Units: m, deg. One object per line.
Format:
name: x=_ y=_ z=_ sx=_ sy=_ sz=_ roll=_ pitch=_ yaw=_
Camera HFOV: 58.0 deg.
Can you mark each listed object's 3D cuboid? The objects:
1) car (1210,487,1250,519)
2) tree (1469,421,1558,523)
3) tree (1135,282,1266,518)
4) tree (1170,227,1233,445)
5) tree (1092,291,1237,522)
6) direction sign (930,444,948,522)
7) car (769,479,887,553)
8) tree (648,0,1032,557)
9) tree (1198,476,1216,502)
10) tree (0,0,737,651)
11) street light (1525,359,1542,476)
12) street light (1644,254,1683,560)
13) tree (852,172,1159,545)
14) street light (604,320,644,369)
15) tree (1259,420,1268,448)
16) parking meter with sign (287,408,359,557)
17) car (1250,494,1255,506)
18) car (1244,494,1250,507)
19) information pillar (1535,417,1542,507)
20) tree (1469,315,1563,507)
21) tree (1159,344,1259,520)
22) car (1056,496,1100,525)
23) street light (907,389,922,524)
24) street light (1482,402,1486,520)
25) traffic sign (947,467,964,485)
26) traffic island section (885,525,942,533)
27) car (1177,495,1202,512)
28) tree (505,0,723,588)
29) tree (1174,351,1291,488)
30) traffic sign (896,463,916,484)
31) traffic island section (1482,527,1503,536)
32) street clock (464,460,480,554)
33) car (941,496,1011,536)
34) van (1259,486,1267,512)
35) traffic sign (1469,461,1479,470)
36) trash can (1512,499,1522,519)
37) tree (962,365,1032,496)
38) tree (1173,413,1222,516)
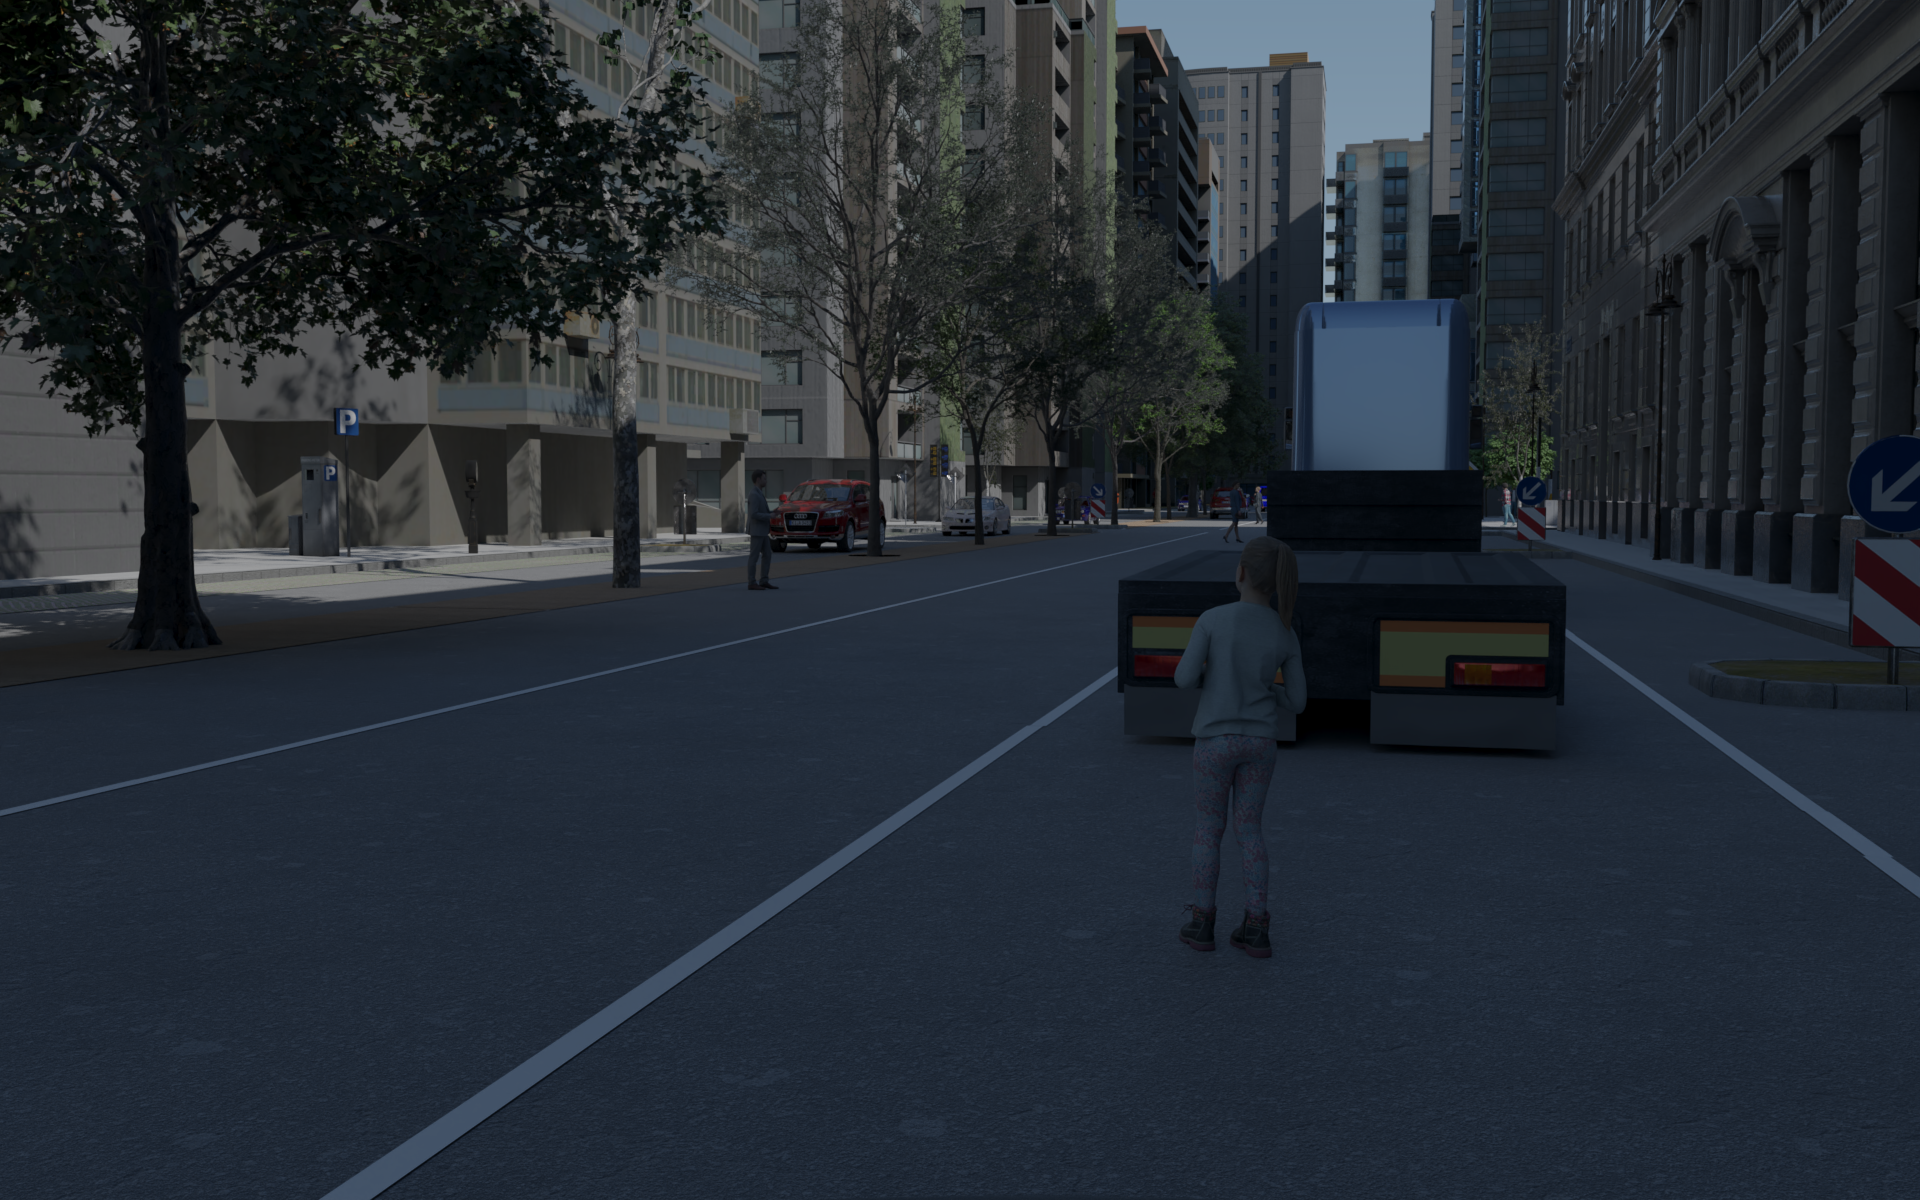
car: x=15.596 y=-5.603 z=100.284 sx=2.281 sy=1.827 sz=5.304 roll=1 pitch=4 yaw=12
tree: x=25.165 y=-5.766 z=77.990 sx=4.285 sy=4.588 sz=4.351 roll=0 pitch=3 yaw=0
tree: x=14.082 y=-11.971 z=104.836 sx=9.857 sy=13.997 sz=8.962 roll=0 pitch=3 yaw=0
tree: x=3.123 y=-8.898 z=58.314 sx=12.009 sy=13.543 sz=11.850 roll=0 pitch=3 yaw=0
tree: x=10.029 y=-9.712 z=87.009 sx=9.928 sy=11.665 sz=9.643 roll=0 pitch=3 yaw=0
direction sign: x=-0.950 y=-5.322 z=79.006 sx=0.876 sy=3.537 sz=0.379 roll=1 pitch=4 yaw=17
car: x=-3.322 y=-2.173 z=44.207 sx=2.281 sy=1.827 sz=5.304 roll=1 pitch=4 yaw=11
tree: x=-1.956 y=-7.718 z=39.015 sx=12.009 sy=13.543 sz=11.850 roll=0 pitch=3 yaw=0
tree: x=28.199 y=-13.365 z=202.236 sx=4.285 sy=4.588 sz=4.351 roll=0 pitch=3 yaw=0
tree: x=-7.375 y=-5.901 z=15.951 sx=9.611 sy=12.733 sz=9.660 roll=0 pitch=3 yaw=0
street light: x=19.714 y=-5.311 z=59.628 sx=0.468 sy=5.910 sz=1.993 roll=1 pitch=4 yaw=13
street light: x=13.545 y=-3.712 z=33.485 sx=0.468 sy=5.910 sz=1.993 roll=1 pitch=4 yaw=13
tree: x=0.654 y=-6.839 z=48.684 sx=8.767 sy=10.594 sz=7.601 roll=1 pitch=4 yaw=13
street light: x=-8.846 y=-4.465 z=45.786 sx=0.468 sy=5.910 sz=1.993 roll=1 pitch=4 yaw=13
tree: x=16.812 y=-11.082 z=118.057 sx=8.767 sy=10.594 sz=7.601 roll=1 pitch=4 yaw=13
parking meter with sign: x=-13.162 y=-2.409 z=35.644 sx=1.738 sy=3.016 sz=0.543 roll=2 pitch=4 yaw=31
car: x=36.649 y=-12.408 z=211.903 sx=2.155 sy=1.783 sz=4.494 roll=1 pitch=4 yaw=14
car: x=31.065 y=-11.110 z=191.241 sx=1.945 sy=1.707 sz=3.694 roll=1 pitch=4 yaw=12
information pillar: x=17.660 y=-3.764 z=52.894 sx=0.183 sy=3.616 sz=0.504 roll=1 pitch=4 yaw=13
tree: x=23.229 y=-7.435 z=71.927 sx=4.360 sy=8.622 sz=3.978 roll=0 pitch=3 yaw=0
tree: x=11.707 y=-9.734 z=96.017 sx=8.767 sy=10.594 sz=7.601 roll=1 pitch=4 yaw=13
car: x=5.461 y=-4.196 z=81.182 sx=1.945 sy=1.354 sz=3.894 roll=1 pitch=4 yaw=14
street light: x=-1.936 y=-6.224 z=74.556 sx=0.468 sy=5.910 sz=1.993 roll=1 pitch=4 yaw=13
street light: x=26.255 y=-6.978 z=86.871 sx=0.468 sy=5.910 sz=1.993 roll=1 pitch=4 yaw=13
traffic sign: x=-0.211 y=-4.346 z=73.252 sx=0.795 sy=2.593 sz=0.064 roll=1 pitch=4 yaw=13
traffic island section: x=-2.088 y=-2.647 z=65.556 sx=2.009 sy=0.180 sz=2.903 roll=1 pitch=4 yaw=13
car: x=19.032 y=-7.996 z=143.313 sx=1.945 sy=1.354 sz=3.894 roll=1 pitch=4 yaw=14
tree: x=-6.069 y=-10.310 z=26.915 sx=12.611 sy=20.169 sz=13.585 roll=0 pitch=3 yaw=0
tree: x=19.415 y=-12.732 z=127.630 sx=9.611 sy=12.733 sz=9.660 roll=0 pitch=3 yaw=0
traffic sign: x=-2.063 y=-3.871 z=65.483 sx=0.795 sy=2.593 sz=0.064 roll=1 pitch=4 yaw=13
traffic island section: x=17.895 y=-2.356 z=60.806 sx=2.009 sy=0.180 sz=2.903 roll=1 pitch=4 yaw=13
street clock: x=-10.485 y=-1.999 z=37.254 sx=0.358 sy=2.002 sz=0.471 roll=-1 pitch=4 yaw=-9
car: x=0.612 y=-2.954 z=60.657 sx=2.083 sy=1.381 sz=4.827 roll=1 pitch=4 yaw=11
van: x=24.829 y=-8.153 z=137.692 sx=2.240 sy=2.365 sz=5.245 roll=1 pitch=4 yaw=14
traffic sign: x=17.870 y=-3.580 z=60.729 sx=0.795 sy=2.593 sz=0.064 roll=1 pitch=4 yaw=13
trash can: x=29.040 y=-4.822 z=90.500 sx=0.748 sy=1.137 sz=0.748 roll=0 pitch=3 yaw=0
tree: x=1.682 y=-8.611 z=91.150 sx=4.360 sy=8.622 sz=3.978 roll=0 pitch=3 yaw=0
tree: x=15.416 y=-9.748 z=112.202 sx=4.360 sy=8.622 sz=3.978 roll=0 pitch=3 yaw=0
